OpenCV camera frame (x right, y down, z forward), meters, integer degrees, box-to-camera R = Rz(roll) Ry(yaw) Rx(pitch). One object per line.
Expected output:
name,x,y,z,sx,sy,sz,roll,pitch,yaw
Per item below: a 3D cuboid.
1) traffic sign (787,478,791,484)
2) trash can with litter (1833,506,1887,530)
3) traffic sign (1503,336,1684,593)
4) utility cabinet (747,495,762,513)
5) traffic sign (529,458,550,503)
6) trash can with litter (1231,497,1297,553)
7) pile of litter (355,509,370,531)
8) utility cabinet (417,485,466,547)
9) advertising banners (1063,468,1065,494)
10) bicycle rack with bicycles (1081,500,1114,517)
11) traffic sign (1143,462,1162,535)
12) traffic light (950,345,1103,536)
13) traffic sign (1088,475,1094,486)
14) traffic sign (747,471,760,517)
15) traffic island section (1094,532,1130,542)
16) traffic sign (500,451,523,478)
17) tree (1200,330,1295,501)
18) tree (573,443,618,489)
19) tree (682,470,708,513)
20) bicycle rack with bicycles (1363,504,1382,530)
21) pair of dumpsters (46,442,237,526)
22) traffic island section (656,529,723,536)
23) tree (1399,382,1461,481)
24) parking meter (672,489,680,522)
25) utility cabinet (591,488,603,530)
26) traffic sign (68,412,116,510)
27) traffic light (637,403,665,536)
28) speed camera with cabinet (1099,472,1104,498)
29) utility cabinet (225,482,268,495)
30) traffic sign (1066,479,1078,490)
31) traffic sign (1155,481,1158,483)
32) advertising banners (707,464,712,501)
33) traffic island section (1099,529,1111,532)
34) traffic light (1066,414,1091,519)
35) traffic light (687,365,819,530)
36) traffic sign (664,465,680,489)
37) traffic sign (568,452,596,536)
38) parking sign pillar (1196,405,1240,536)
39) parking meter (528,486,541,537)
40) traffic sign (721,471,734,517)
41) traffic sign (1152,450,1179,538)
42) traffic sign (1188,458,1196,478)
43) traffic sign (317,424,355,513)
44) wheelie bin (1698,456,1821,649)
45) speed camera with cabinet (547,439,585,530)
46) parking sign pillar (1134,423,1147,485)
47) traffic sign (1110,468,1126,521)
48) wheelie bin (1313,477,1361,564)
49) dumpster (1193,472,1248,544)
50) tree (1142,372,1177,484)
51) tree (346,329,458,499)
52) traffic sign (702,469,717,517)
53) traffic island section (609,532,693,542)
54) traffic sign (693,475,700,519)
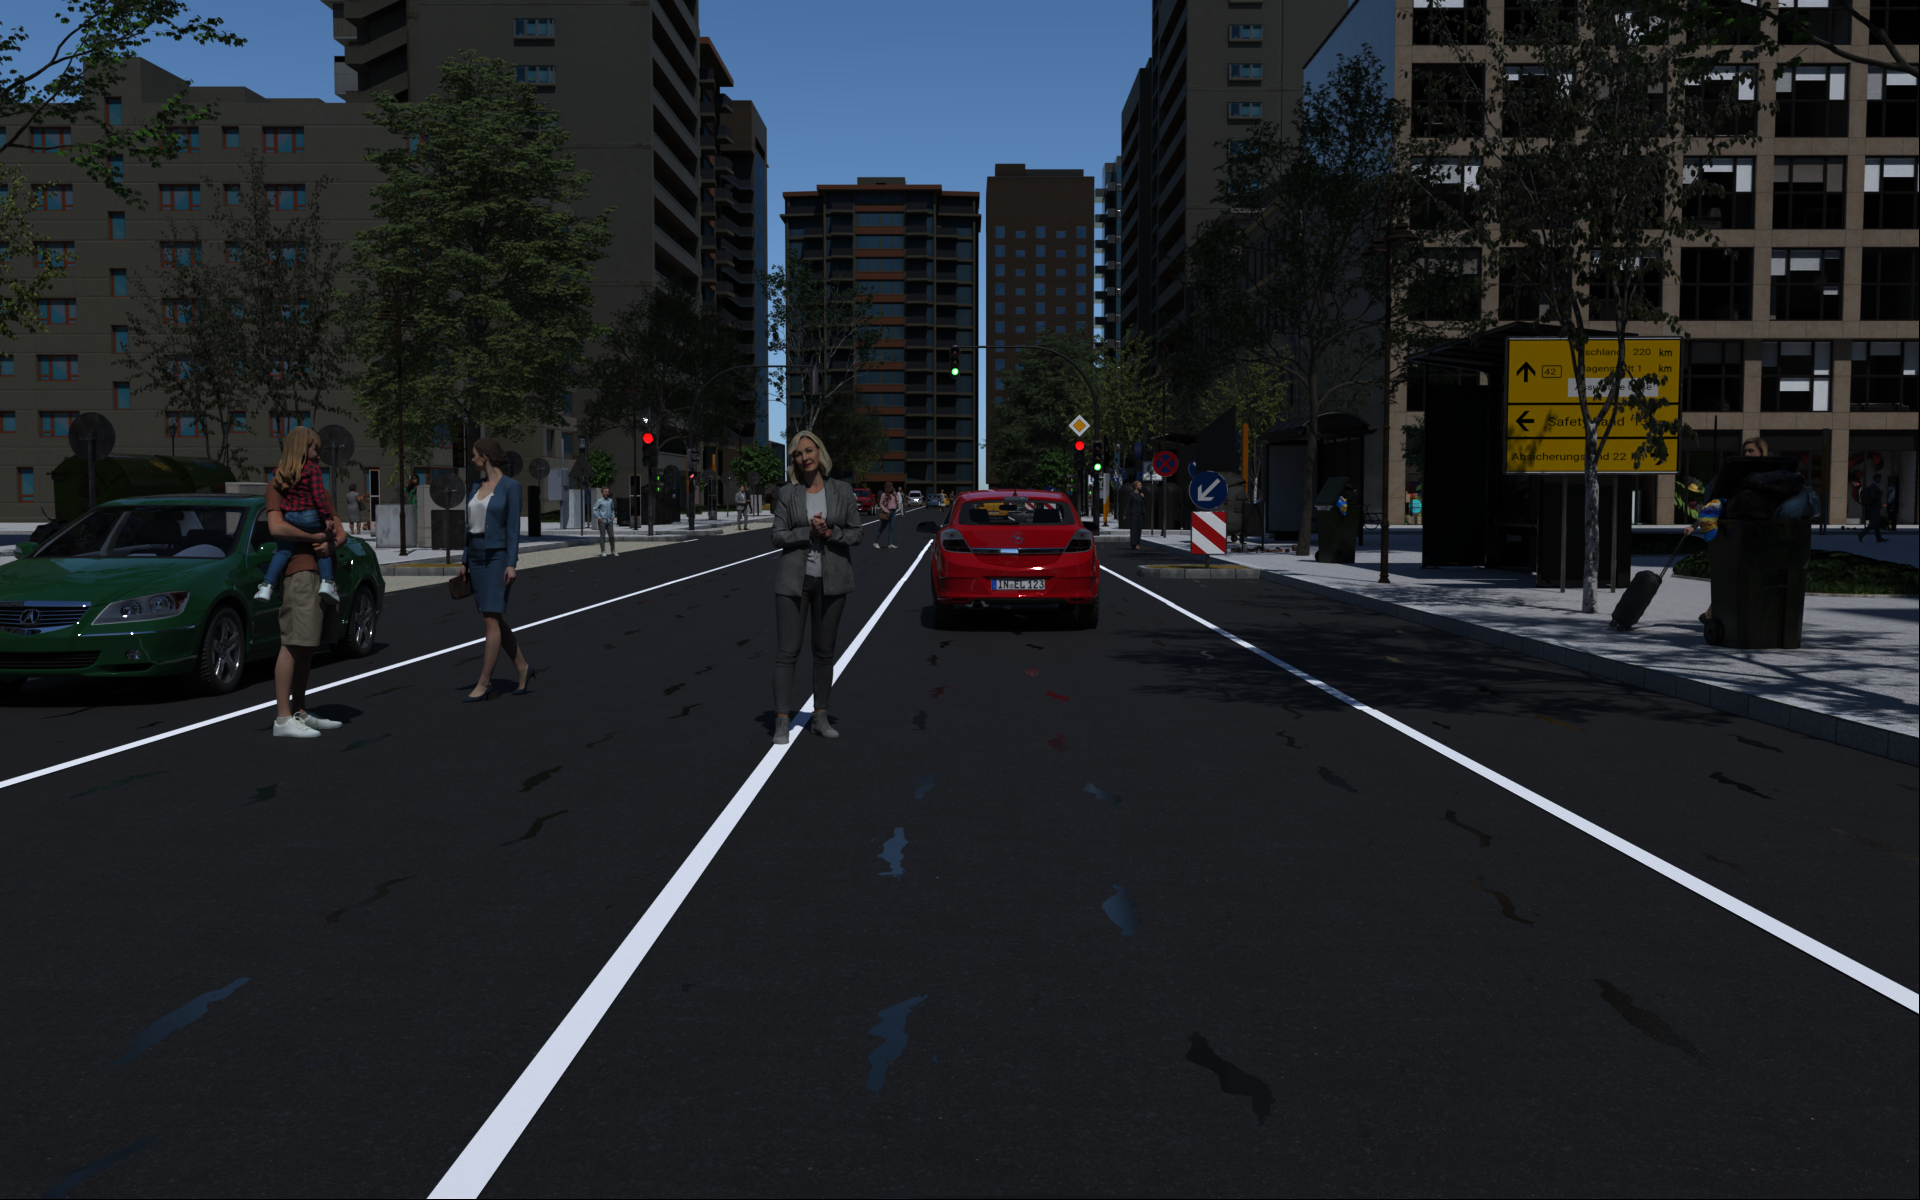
traffic sign,-10.986,-6.773,112.872,0.606,2.300,0.079,0,4,2
trash can with litter,32.202,-3.113,61.963,2.233,1.210,1.678,0,4,-3
traffic sign,8.166,-1.746,22.416,2.265,3.308,0.079,0,4,2
utility cabinet,-13.991,-6.521,117.777,1.020,1.237,0.306,-1,4,-11
traffic sign,-14.821,-3.726,61.029,0.768,2.556,0.104,0,4,3
trash can with litter,6.910,-1.678,38.488,2.233,1.210,1.678,-1,4,-20
pile of litter,-20.680,-2.902,61.419,1.719,0.858,1.176,0,4,5
utility cabinet,-12.472,-2.018,41.666,0.318,1.500,1.173,3,5,39
advertising banners,6.014,-6.361,100.191,0.090,3.025,2.074,0,4,3
bicycle rack with bicycles,8.176,-5.240,99.057,2.925,0.926,2.852,-1,4,-14
traffic sign,5.990,-3.168,53.922,0.606,2.300,0.079,0,4,1
traffic light,2.070,-4.792,53.016,4.771,5.953,1.251,0,4,0
traffic sign,7.194,-5.571,93.209,0.606,2.300,0.079,0,4,4
traffic sign,-11.496,-5.896,96.500,0.768,2.556,0.104,1,4,9
traffic island section,4.202,-1.895,53.264,2.009,0.180,2.903,0,4,0
traffic sign,-13.251,-3.118,51.089,0.768,2.556,0.104,1,4,10
tree,13.117,-7.786,77.661,4.737,8.622,4.395,0,3,0
tree,-23.628,-7.844,111.962,4.285,4.588,4.351,0,3,0
tree,-18.139,-7.632,119.390,1.663,3.219,1.824,0,3,0
bicycle rack with bicycles,13.889,-2.991,62.282,2.925,0.926,2.852,-1,4,-18
pair of dumpsters,-14.542,-1.744,31.008,1.574,2.255,4.437,0,4,0
traffic island section,-9.513,-2.386,61.298,2.009,0.180,2.903,0,4,0
tree,14.738,-4.115,50.989,4.285,4.588,4.351,0,3,0
parking meter,-13.085,-4.370,79.857,0.372,1.533,0.369,0,3,0
utility cabinet,-12.944,-3.259,61.963,0.318,1.500,1.173,-1,4,-20
traffic sign,-13.503,-1.642,26.945,0.768,2.556,0.104,0,4,5
traffic light,-9.499,-3.930,53.178,0.839,4.253,0.868,0,4,0
speed camera with cabinet,8.175,-5.978,92.082,2.038,3.252,0.660,0,4,0
utility cabinet,-13.417,-1.475,32.803,0.318,1.500,1.173,1,4,9
traffic sign,9.391,-8.687,135.904,2.265,3.308,0.079,0,4,1
traffic sign,9.473,-5.010,82.027,0.768,2.556,0.104,0,4,7
advertising banners,-14.695,-6.462,101.844,0.090,3.025,2.074,-1,4,-15
traffic island section,4.228,-2.383,61.249,2.009,0.180,2.903,0,4,0
traffic light,4.188,-4.417,61.136,0.839,4.253,0.868,0,4,0
traffic light,-7.381,-5.292,61.191,4.771,5.953,1.251,0,4,0
traffic sign,-12.601,-4.618,75.611,0.768,2.556,0.104,1,4,9
traffic sign,-11.674,-3.268,53.438,0.884,2.594,0.081,0,4,8
parking sign pillar,7.890,-3.952,53.086,1.447,3.967,1.447,3,4,37
parking meter,-12.808,-2.672,52.103,0.372,1.533,0.369,0,3,0
traffic sign,-12.804,-5.827,95.376,0.768,2.556,0.104,0,4,6
traffic sign,6.005,-3.095,50.715,0.768,2.556,0.104,0,4,3
traffic sign,8.360,-3.696,60.541,0.768,2.556,0.104,0,4,5
traffic sign,-11.464,-1.934,31.733,0.768,2.556,0.104,0,4,4
wheelie bin,6.716,-0.403,14.491,0.980,1.594,0.693,0,4,-4
speed camera with cabinet,-14.302,-4.192,62.878,0.660,3.252,2.038,1,4,11
parking sign pillar,6.797,-4.680,64.982,1.447,3.967,1.447,0,4,6
traffic sign,7.594,-5.096,83.422,0.768,2.556,0.104,0,4,5
wheelie bin,7.031,-1.491,32.289,0.693,1.594,0.980,-1,4,-22
dumpster,6.808,-2.420,45.320,1.264,1.857,1.865,0,4,0
tree,13.006,-9.346,103.168,4.360,8.622,3.978,0,3,0
tree,-23.159,-7.445,72.086,4.737,8.622,4.395,0,3,0
traffic sign,-12.693,-5.352,87.611,0.768,2.556,0.104,0,4,5
traffic island section,-9.539,-1.898,53.313,2.009,0.180,2.903,0,4,0
traffic sign,-13.906,-5.417,90.698,0.606,2.300,0.079,1,4,10
